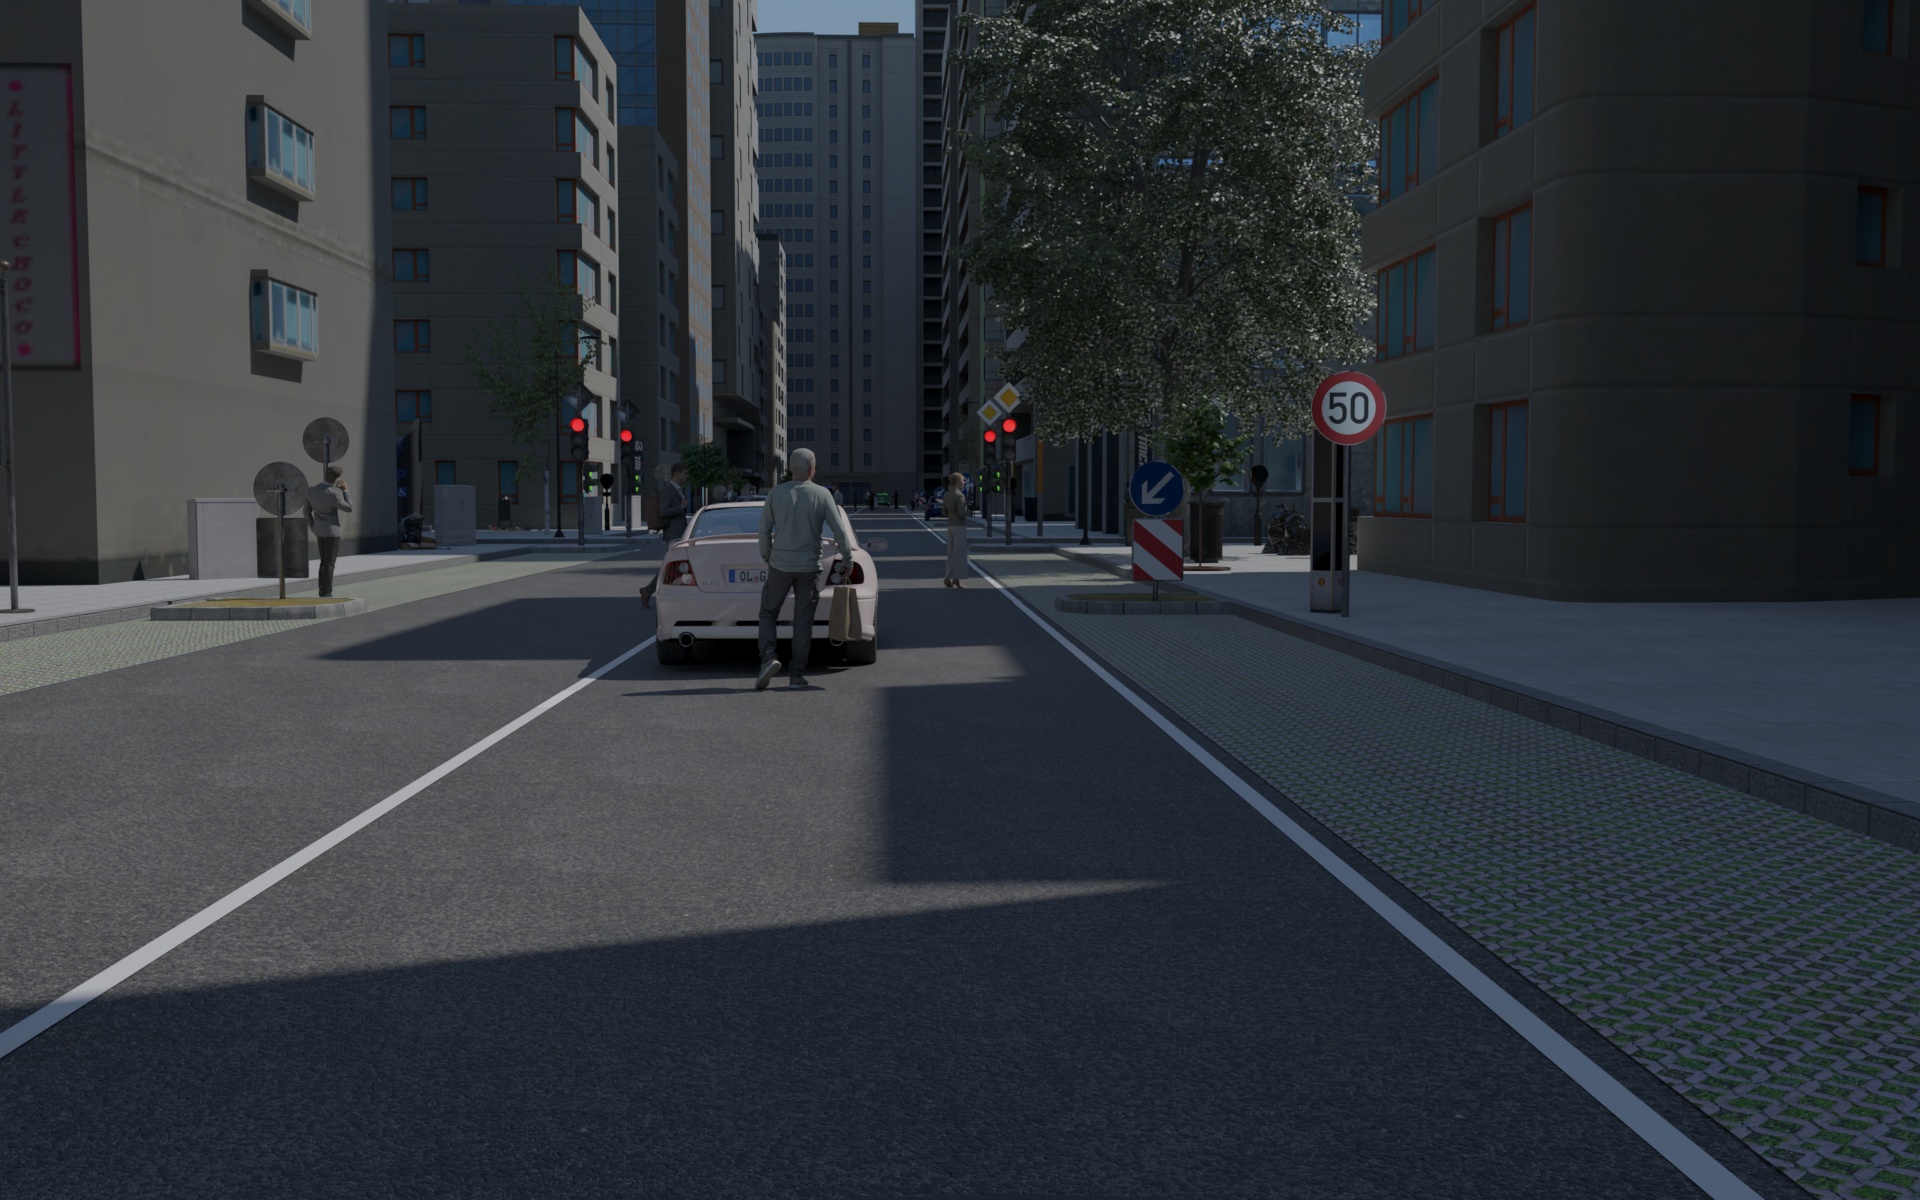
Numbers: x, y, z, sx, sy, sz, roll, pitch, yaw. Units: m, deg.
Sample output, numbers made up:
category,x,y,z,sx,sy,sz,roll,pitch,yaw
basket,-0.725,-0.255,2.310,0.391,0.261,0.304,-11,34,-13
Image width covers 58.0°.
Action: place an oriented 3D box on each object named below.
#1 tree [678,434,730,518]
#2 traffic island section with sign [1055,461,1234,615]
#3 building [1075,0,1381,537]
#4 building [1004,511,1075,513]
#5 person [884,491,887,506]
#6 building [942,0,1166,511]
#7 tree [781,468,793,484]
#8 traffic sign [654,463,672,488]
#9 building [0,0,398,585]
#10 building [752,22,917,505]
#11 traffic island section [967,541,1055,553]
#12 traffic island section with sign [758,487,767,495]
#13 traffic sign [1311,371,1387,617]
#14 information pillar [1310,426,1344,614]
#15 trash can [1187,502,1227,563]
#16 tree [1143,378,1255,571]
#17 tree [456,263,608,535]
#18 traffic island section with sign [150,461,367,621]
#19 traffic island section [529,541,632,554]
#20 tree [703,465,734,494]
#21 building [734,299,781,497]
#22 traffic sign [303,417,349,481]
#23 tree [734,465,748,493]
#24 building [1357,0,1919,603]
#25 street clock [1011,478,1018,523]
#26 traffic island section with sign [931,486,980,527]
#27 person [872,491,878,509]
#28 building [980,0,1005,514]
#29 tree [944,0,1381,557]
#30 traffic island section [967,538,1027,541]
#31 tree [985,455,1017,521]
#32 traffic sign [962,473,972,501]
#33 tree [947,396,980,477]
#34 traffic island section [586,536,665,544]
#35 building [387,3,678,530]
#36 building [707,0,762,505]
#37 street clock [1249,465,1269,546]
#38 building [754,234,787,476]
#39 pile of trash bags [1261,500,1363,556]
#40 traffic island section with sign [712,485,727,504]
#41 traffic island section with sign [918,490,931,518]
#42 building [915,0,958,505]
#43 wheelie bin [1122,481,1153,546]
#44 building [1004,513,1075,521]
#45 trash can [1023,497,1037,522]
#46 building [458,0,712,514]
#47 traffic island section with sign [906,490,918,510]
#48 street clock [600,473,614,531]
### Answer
category,x,y,z,sx,sy,sz,roll,pitch,yaw
tree,-13.980,-6.737,93.861,4.285,4.588,4.351,0,3,0
traffic island section with sign,2.202,-0.778,21.350,1.989,1.847,2.006,0,4,-2
building,19.833,-45.729,60.335,31.000,86.520,22.319,0,4,-2
building,10.897,-31.891,145.125,21.300,48.544,21.600,0,4,-2
person,-8.805,-11.801,201.998,0.434,1.755,0.990,2,4,25
building,9.273,-33.207,166.635,21.300,48.544,21.600,0,4,-2
tree,-17.596,-12.307,184.930,4.285,4.588,4.351,0,3,0
traffic sign,-12.367,-4.404,72.109,0.768,2.556,0.104,0,4,-1
building,-22.800,-24.654,26.800,21.600,48.544,21.300,0,4,-2
building,-19.746,-41.467,219.979,28.212,58.520,21.231,0,4,-2
traffic island section,1.239,-1.301,43.557,2.009,0.180,2.903,0,4,-2
traffic island section with sign,-11.716,-5.819,103.771,1.989,1.847,2.006,0,4,-2
traffic sign,4.019,-1.093,17.984,0.768,2.556,0.104,0,4,7
information pillar,3.994,-0.869,18.707,0.304,2.012,0.304,-3,5,-45
trash can,4.602,-1.265,32.333,0.748,1.137,0.748,0,3,0
tree,4.170,-2.108,29.062,1.663,3.219,1.824,0,3,0
tree,-13.298,-6.372,54.543,4.737,8.622,4.395,0,3,0
traffic island section with sign,-8.148,-0.721,20.417,1.989,1.847,2.006,0,4,-2
traffic island section,-9.443,-1.274,43.106,2.009,0.180,2.903,0,4,-2
tree,-14.649,-6.681,103.827,1.663,3.219,1.824,0,3,0
building,-32.089,-19.710,167.301,27.650,21.520,28.899,0,4,-2
traffic sign,-10.503,-1.749,28.704,0.768,2.556,0.104,0,4,-1
tree,-14.915,-7.297,113.899,1.663,3.219,1.824,0,3,0
building,21.154,-10.387,14.873,27.650,21.520,28.899,0,4,-2
street clock,2.351,-4.476,77.757,0.471,2.002,0.358,1,4,13
traffic island section with sign,-0.141,-4.127,76.111,1.989,1.847,2.006,0,4,-2
person,-8.130,-9.590,165.962,0.621,1.740,0.551,2,4,33
building,8.283,-26.465,116.294,14.154,41.232,14.086,0,4,-2
tree,4.359,-7.861,35.190,9.857,13.997,8.962,0,3,0
traffic island section,0.898,-1.789,51.534,2.009,0.180,2.903,0,4,-2
tree,1.631,-5.420,83.224,1.663,3.219,1.824,0,3,0
traffic sign,0.339,-6.357,104.034,0.768,2.556,0.104,0,4,-2
tree,0.765,-10.986,129.979,4.360,8.622,3.978,0,3,0
traffic island section,-9.784,-1.762,51.084,2.009,0.180,2.903,0,4,-2
building,-27.883,-14.092,75.448,27.650,21.520,28.899,0,4,-2
building,-30.315,-33.579,138.254,28.713,52.752,27.495,0,4,-2
street clock,7.373,-2.339,42.821,0.471,2.002,0.358,0,4,5
building,-26.538,-25.786,193.297,14.107,30.474,14.160,0,4,-2
pile of trash bags,7.538,-1.627,36.349,1.912,1.369,3.447,0,4,-1
traffic island section with sign,-10.546,-4.140,76.324,1.989,1.847,2.006,0,4,-2
traffic island section with sign,-1.307,-5.775,103.041,1.989,1.847,2.006,0,4,-2
building,4.650,-47.841,220.457,20.611,71.187,20.563,0,4,-2
wheelie bin,4.408,-2.112,42.437,0.980,1.594,0.693,2,4,26
building,13.698,-28.549,90.484,21.300,48.544,21.600,0,4,-2
trash can,3.283,-4.170,79.832,0.748,1.137,0.748,0,3,0
building,-24.220,-28.428,114.903,14.600,45.320,14.200,0,4,-2
traffic island section with sign,-4.613,-10.503,180.356,1.989,1.847,2.006,0,4,-2
street clock,-12.346,-3.425,60.563,0.471,2.002,0.358,-1,4,-18
